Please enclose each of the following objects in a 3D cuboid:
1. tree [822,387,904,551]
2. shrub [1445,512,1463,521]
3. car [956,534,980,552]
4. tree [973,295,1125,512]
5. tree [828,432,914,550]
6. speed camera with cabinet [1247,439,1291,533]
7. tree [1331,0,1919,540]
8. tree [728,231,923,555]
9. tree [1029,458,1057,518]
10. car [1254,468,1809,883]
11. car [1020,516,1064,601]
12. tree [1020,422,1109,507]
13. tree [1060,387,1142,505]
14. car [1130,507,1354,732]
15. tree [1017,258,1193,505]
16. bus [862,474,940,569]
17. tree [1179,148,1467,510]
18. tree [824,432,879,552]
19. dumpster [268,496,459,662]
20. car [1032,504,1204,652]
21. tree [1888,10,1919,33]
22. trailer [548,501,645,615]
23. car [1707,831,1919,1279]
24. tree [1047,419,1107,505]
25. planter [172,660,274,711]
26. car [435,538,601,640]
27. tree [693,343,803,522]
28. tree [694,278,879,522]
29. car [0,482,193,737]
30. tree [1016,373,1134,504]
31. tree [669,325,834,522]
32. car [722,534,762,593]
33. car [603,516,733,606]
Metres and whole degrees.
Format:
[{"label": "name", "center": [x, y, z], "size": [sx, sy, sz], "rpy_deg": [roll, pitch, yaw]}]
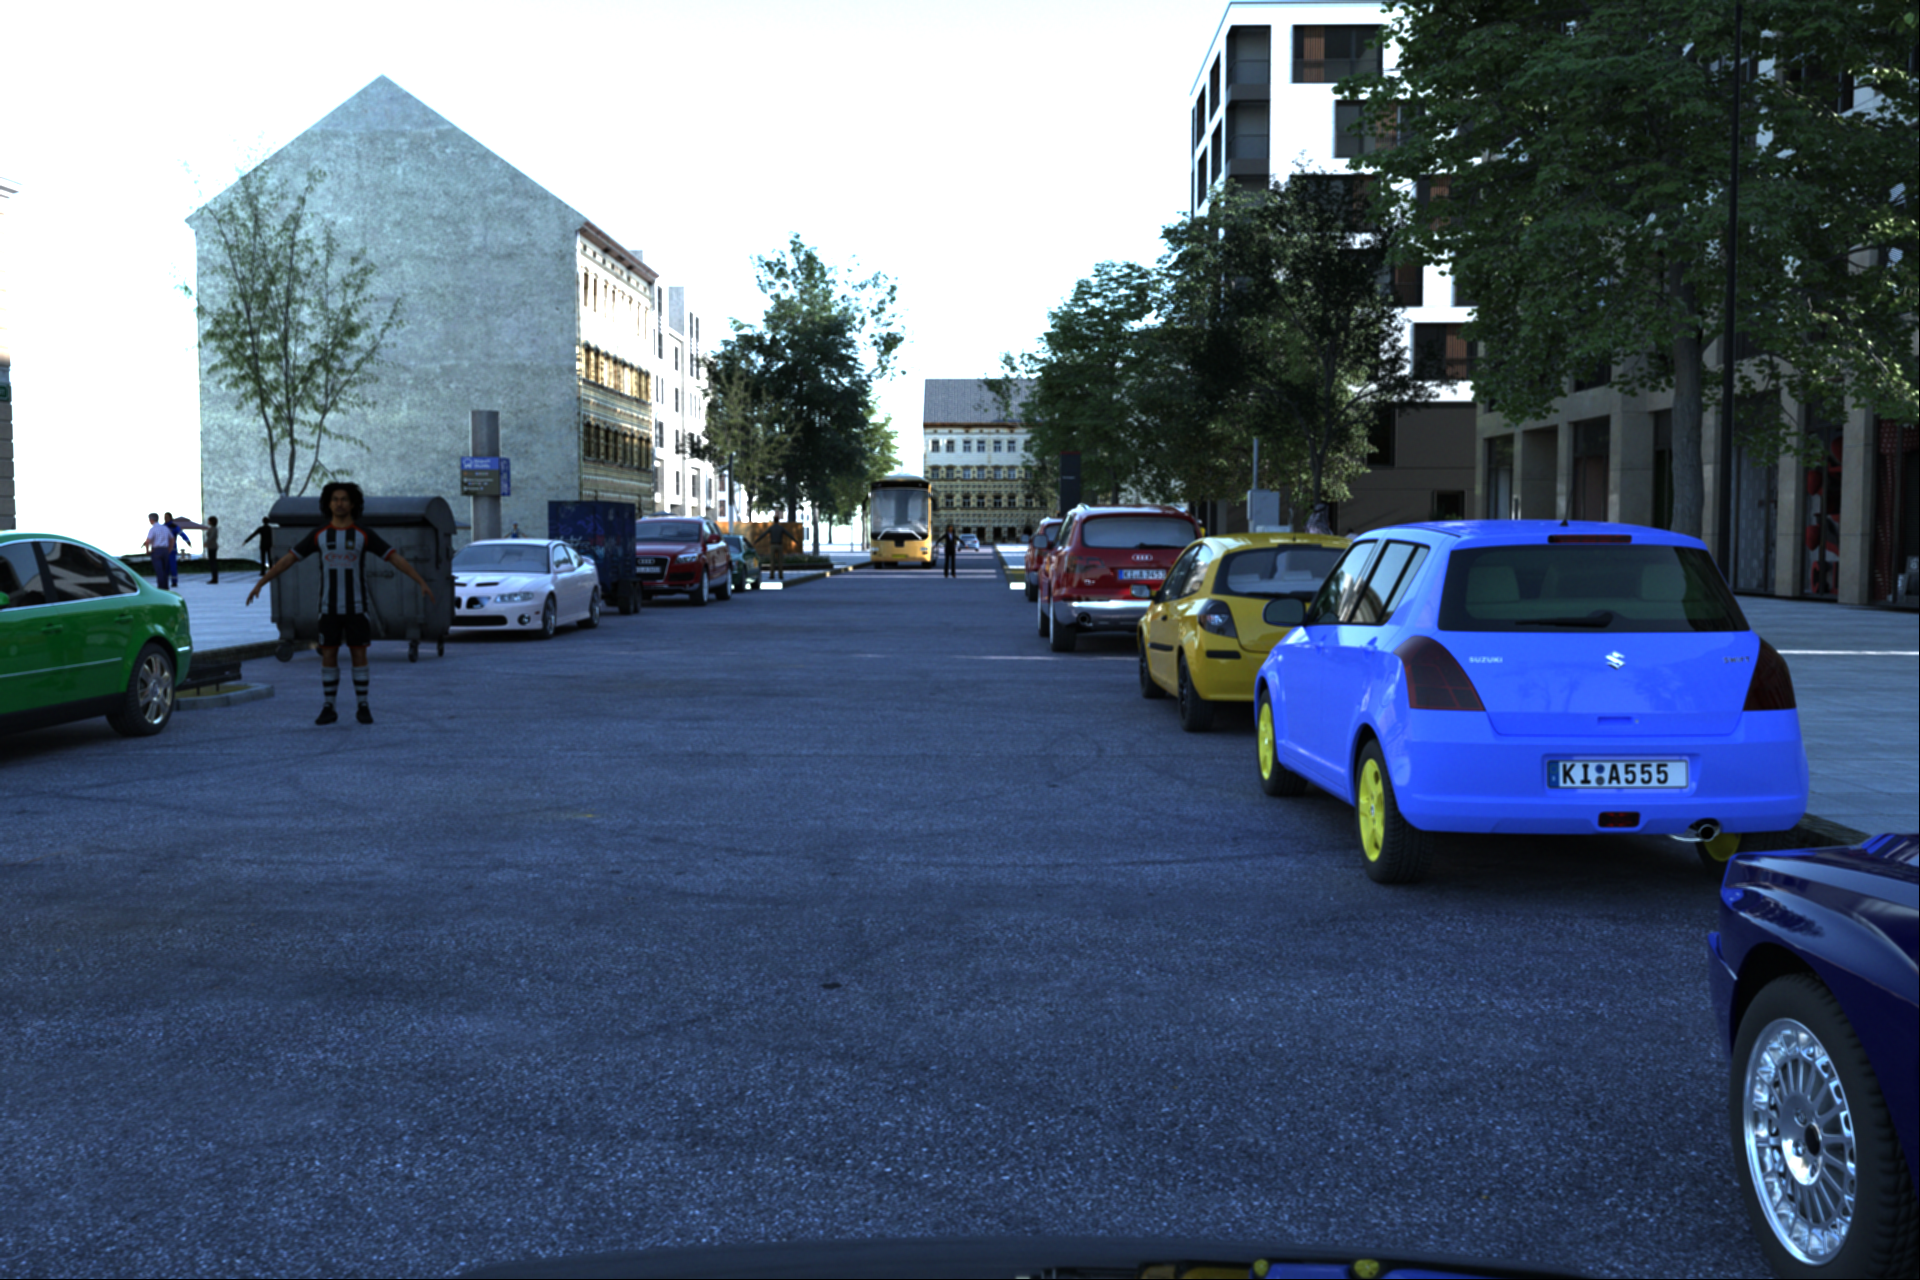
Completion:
[{"label": "tree", "center": [-7.734, -13.182, 133.647], "size": [7.486, 12.596, 7.792], "rpy_deg": [0, 3, 0]}, {"label": "shrub", "center": [17.441, -3.500, 61.265], "size": [1.661, 2.075, 1.752], "rpy_deg": [0, 3, 0]}, {"label": "car", "center": [0.656, -7.990, 142.638], "size": [2.014, 1.417, 4.499], "rpy_deg": [0, 4, 0]}, {"label": "tree", "center": [7.331, -17.401, 140.395], "size": [12.611, 20.169, 13.585], "rpy_deg": [0, 3, 0]}, {"label": "tree", "center": [-7.497, -12.794, 143.589], "size": [8.767, 10.594, 7.601], "rpy_deg": [1, 4, 20]}, {"label": "speed camera with cabinet", "center": [6.302, -2.503, 35.258], "size": [0.660, 3.252, 2.038], "rpy_deg": [0, 4, 1]}, {"label": "tree", "center": [7.841, -6.198, 19.473], "size": [7.486, 12.596, 7.792], "rpy_deg": [0, 3, 0]}, {"label": "tree", "center": [-8.549, -15.357, 106.981], "size": [12.611, 20.169, 13.585], "rpy_deg": [0, 3, 0]}, {"label": "tree", "center": [7.598, -12.229, 150.311], "size": [4.360, 8.622, 3.978], "rpy_deg": [0, 3, 0]}, {"label": "car", "center": [2.507, 0.073, 8.404], "size": [1.945, 1.707, 3.694], "rpy_deg": [0, 4, -1]}, {"label": "car", "center": [2.479, -1.816, 38.361], "size": [2.281, 1.827, 5.304], "rpy_deg": [0, 4, 1]}, {"label": "tree", "center": [8.043, -11.831, 127.856], "size": [7.601, 10.594, 8.767], "rpy_deg": [-1, 4, -15]}, {"label": "tree", "center": [6.471, -8.235, 85.012], "size": [4.360, 8.622, 3.978], "rpy_deg": [0, 3, 0]}, {"label": "car", "center": [2.440, -0.230, 13.977], "size": [2.015, 1.641, 3.980], "rpy_deg": [0, 4, 0]}, {"label": "tree", "center": [6.080, -9.421, 72.163], "size": [7.486, 12.596, 7.792], "rpy_deg": [0, 3, 0]}, {"label": "bus", "center": [-2.298, -5.067, 74.394], "size": [2.896, 3.916, 12.252], "rpy_deg": [0, 4, 1]}, {"label": "tree", "center": [8.651, -6.638, 42.938], "size": [7.601, 10.594, 8.767], "rpy_deg": [-2, 4, -34]}, {"label": "tree", "center": [-7.785, -10.645, 124.415], "size": [4.360, 8.622, 3.978], "rpy_deg": [0, 3, 0]}, {"label": "dumpster", "center": [-6.805, -0.708, 19.786], "size": [1.865, 1.857, 1.264], "rpy_deg": [0, 4, 1]}, {"label": "car", "center": [2.106, -0.851, 22.593], "size": [2.281, 1.827, 5.304], "rpy_deg": [0, 3, 0]}, {"label": "tree", "center": [8.278, -3.677, 10.475], "size": [4.737, 8.622, 4.395], "rpy_deg": [0, 3, 0]}, {"label": "trailer", "center": [-6.534, -1.422, 30.302], "size": [1.471, 1.999, 3.904], "rpy_deg": [0, 4, 1]}, {"label": "car", "center": [2.394, 0.646, 2.025], "size": [1.945, 1.354, 3.894], "rpy_deg": [0, 4, 0]}, {"label": "tree", "center": [6.856, -9.303, 102.471], "size": [4.360, 8.622, 3.978], "rpy_deg": [0, 3, 0]}, {"label": "planter", "center": [-7.069, 0.385, 14.847], "size": [1.991, 0.319, 1.994], "rpy_deg": [0, 4, 1]}, {"label": "car", "center": [-6.471, -0.775, 25.035], "size": [2.083, 1.381, 4.827], "rpy_deg": [0, 4, 1]}, {"label": "tree", "center": [-8.718, -7.153, 67.310], "size": [4.360, 8.622, 3.978], "rpy_deg": [0, 3, 0]}, {"label": "tree", "center": [-8.641, -11.104, 88.213], "size": [9.857, 13.997, 8.962], "rpy_deg": [0, 3, 0]}, {"label": "car", "center": [-6.626, -0.133, 10.966], "size": [1.959, 1.807, 4.718], "rpy_deg": [0, 4, 1]}, {"label": "tree", "center": [7.538, -11.432, 112.661], "size": [9.928, 11.665, 9.643], "rpy_deg": [0, 3, 0]}, {"label": "tree", "center": [-9.041, -8.681, 76.351], "size": [8.767, 10.594, 7.601], "rpy_deg": [2, 4, 33]}, {"label": "car", "center": [-6.160, -1.967, 43.966], "size": [2.131, 1.459, 4.920], "rpy_deg": [0, 4, 1]}, {"label": "car", "center": [-6.034, -1.682, 36.166], "size": [2.281, 1.827, 5.304], "rpy_deg": [0, 4, 1]}]
